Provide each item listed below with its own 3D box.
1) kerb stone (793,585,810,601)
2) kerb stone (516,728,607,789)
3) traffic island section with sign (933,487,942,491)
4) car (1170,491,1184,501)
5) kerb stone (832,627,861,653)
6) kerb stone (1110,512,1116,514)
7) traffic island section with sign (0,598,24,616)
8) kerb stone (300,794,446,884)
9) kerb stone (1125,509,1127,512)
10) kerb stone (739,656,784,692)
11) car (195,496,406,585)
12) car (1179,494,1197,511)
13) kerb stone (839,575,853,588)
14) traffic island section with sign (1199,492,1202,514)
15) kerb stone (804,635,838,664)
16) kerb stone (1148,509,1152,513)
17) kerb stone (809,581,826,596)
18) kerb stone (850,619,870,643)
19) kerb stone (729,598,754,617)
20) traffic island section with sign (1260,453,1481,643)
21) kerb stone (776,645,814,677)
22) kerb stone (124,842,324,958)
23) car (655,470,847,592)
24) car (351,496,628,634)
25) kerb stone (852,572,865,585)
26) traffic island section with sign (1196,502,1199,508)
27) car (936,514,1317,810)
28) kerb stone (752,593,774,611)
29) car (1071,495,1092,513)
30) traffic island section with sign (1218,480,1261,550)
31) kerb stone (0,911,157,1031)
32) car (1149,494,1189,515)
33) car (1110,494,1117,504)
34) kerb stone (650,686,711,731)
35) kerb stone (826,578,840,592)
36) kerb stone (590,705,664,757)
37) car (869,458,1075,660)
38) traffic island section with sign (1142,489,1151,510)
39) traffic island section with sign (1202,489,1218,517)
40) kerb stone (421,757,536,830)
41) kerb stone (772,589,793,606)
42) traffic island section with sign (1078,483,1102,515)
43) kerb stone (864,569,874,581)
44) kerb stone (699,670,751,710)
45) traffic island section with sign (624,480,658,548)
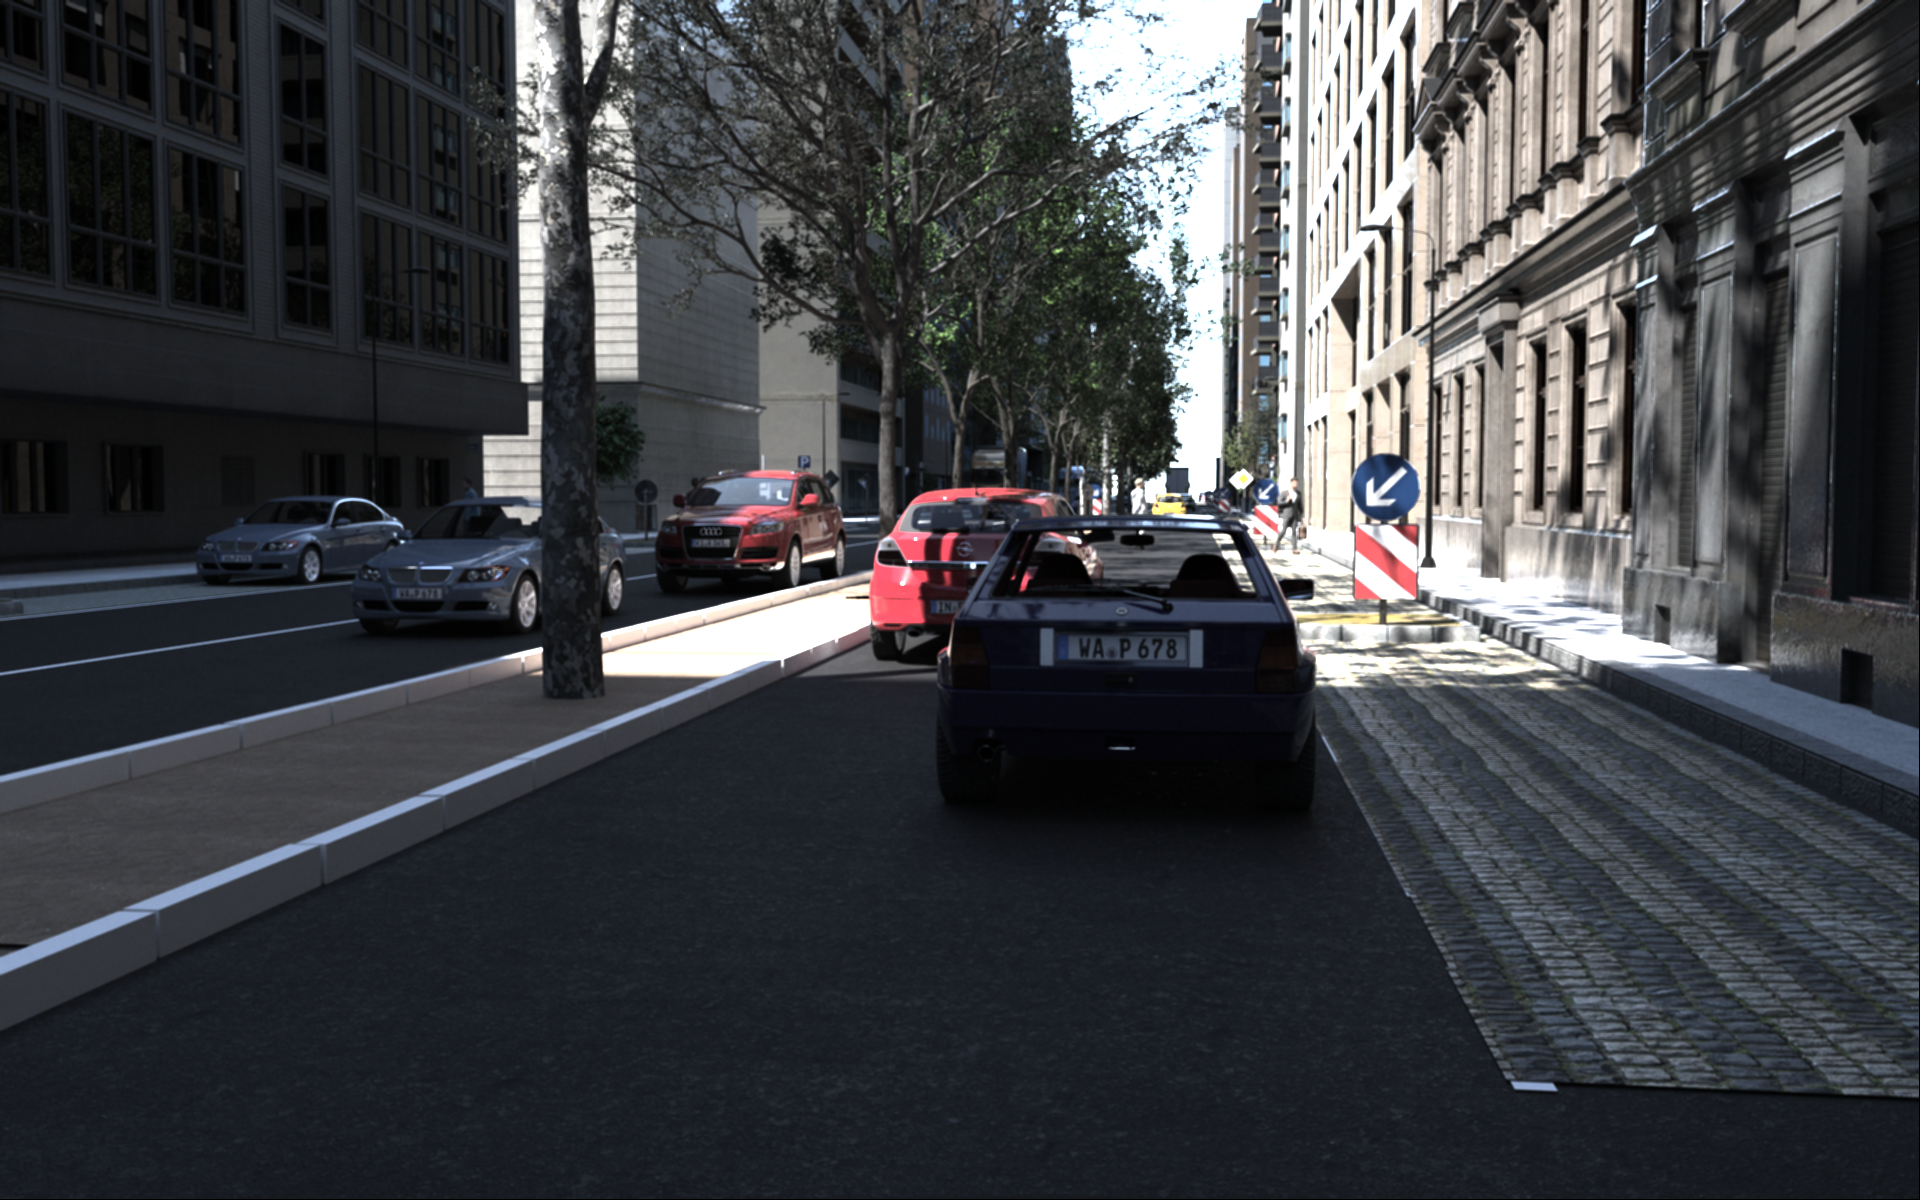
[{"bbox_3d":[-2.237,-0.071,23.416,0.120,0.150,1.000,0,4,8],"label":"kerb stone"},{"bbox_3d":[-2.052,0.813,8.898,0.120,0.150,1.000,0,4,8],"label":"kerb stone"},{"bbox_3d":[-1.297,-5.704,101.881,1.989,1.847,2.006,0,4,8],"label":"traffic island section with sign"},{"bbox_3d":[15.841,-7.337,130.183,2.015,1.641,3.980,0,4,8],"label":"car"},{"bbox_3d":[-1.095,0.383,16.032,0.120,0.150,1.000,0,4,8],"label":"kerb stone"},{"bbox_3d":[10.712,-6.012,120.490,0.120,0.150,1.000,0,4,8],"label":"kerb stone"},{"bbox_3d":[-12.187,-0.709,20.216,1.989,1.847,2.006,0,4,8],"label":"traffic island section with sign"},{"bbox_3d":[-2.319,0.940,6.862,0.120,0.150,1.000,0,4,8],"label":"kerb stone"},{"bbox_3d":[14.506,-7.752,148.932,0.120,0.150,1.000,0,4,8],"label":"kerb stone"},{"bbox_3d":[-1.513,0.564,12.979,0.120,0.150,1.000,0,4,8],"label":"kerb stone"},{"bbox_3d":[-10.819,-1.024,28.741,2.014,1.417,4.499,0,4,8],"label":"car"},{"bbox_3d":[18.833,-8.169,145.353,2.131,1.459,4.920,0,4,8],"label":"car"},{"bbox_3d":[-1.823,-0.261,26.462,0.120,0.150,1.000,0,4,8],"label":"kerb stone"},{"bbox_3d":[18.602,-7.189,126.170,1.989,1.847,2.006,0,4,8],"label":"traffic island section with sign"},{"bbox_3d":[-1.236,0.439,15.018,0.120,0.150,1.000,0,4,8],"label":"kerb stone"},{"bbox_3d":[15.776,-7.362,142.571,0.120,0.150,1.000,0,4,8],"label":"kerb stone"},{"bbox_3d":[-2.093,-0.137,24.429,0.120,0.150,1.000,0,4,8],"label":"kerb stone"},{"bbox_3d":[-0.966,0.315,17.049,0.120,0.150,1.000,0,4,8],"label":"kerb stone"},{"bbox_3d":[-2.639,0.112,20.362,0.120,0.150,1.000,0,4,8],"label":"kerb stone"},{"bbox_3d":[4.135,-0.551,17.639,1.989,1.847,2.006,0,4,8],"label":"traffic island section with sign"},{"bbox_3d":[-1.369,0.501,14.003,0.120,0.150,1.000,0,4,8],"label":"kerb stone"},{"bbox_3d":[-2.463,1.000,5.848,0.120,0.150,1.000,0,4,8],"label":"kerb stone"},{"bbox_3d":[-3.150,-1.118,26.954,2.281,1.827,5.304,0,4,8],"label":"car"},{"bbox_3d":[-5.088,-0.447,19.316,2.014,1.417,4.499,0,4,7],"label":"car"},{"bbox_3d":[-1.696,-0.318,27.477,0.120,0.150,1.000,0,4,8],"label":"kerb stone"},{"bbox_3d":[25.288,-10.258,176.338,1.989,1.847,2.006,0,4,8],"label":"traffic island section with sign"},{"bbox_3d":[0.938,0.202,9.284,1.945,1.354,3.894,0,4,8],"label":"car"},{"bbox_3d":[-2.509,0.053,21.376,0.120,0.150,1.000,0,4,8],"label":"kerb stone"},{"bbox_3d":[9.506,-7.386,132.766,2.014,1.417,4.499,1,4,8],"label":"car"},{"bbox_3d":[7.695,-2.186,44.376,1.989,1.847,2.006,0,4,8],"label":"traffic island section with sign"},{"bbox_3d":[-2.592,1.062,4.827,0.120,0.150,1.000,0,4,8],"label":"kerb stone"},{"bbox_3d":[10.747,-4.817,88.979,2.015,1.641,3.980,0,4,6],"label":"car"},{"bbox_3d":[22.452,-14.856,254.890,2.014,1.417,4.499,0,4,7],"label":"car"},{"bbox_3d":[-1.783,0.691,10.938,0.120,0.150,1.000,0,4,8],"label":"kerb stone"},{"bbox_3d":[-1.960,-0.199,25.445,0.120,0.150,1.000,0,4,8],"label":"kerb stone"},{"bbox_3d":[-1.920,0.751,9.918,0.120,0.150,1.000,0,4,8],"label":"kerb stone"},{"bbox_3d":[0.353,-0.447,16.346,2.155,1.783,4.494,1,4,8],"label":"car"},{"bbox_3d":[15.978,-8.805,152.095,2.006,1.907,1.989,0,4,8],"label":"traffic island section with sign"},{"bbox_3d":[15.043,-5.555,99.450,1.989,1.847,2.006,0,4,8],"label":"traffic island section with sign"},{"bbox_3d":[-2.187,0.875,7.882,0.120,0.150,1.000,0,4,8],"label":"kerb stone"},{"bbox_3d":[-2.368,-0.012,22.388,0.120,0.150,1.000,0,4,8],"label":"kerb stone"},{"bbox_3d":[6.055,-4.249,77.612,2.006,1.907,1.989,0,4,8],"label":"traffic island section with sign"},{"bbox_3d":[-1.561,-0.385,28.490,0.120,0.150,1.000,0,4,8],"label":"kerb stone"},{"bbox_3d":[-1.648,0.628,11.966,0.120,0.150,1.000,0,4,8],"label":"kerb stone"},{"bbox_3d":[-8.629,-2.343,46.936,1.989,1.847,2.006,0,4,8],"label":"traffic island section with sign"}]
